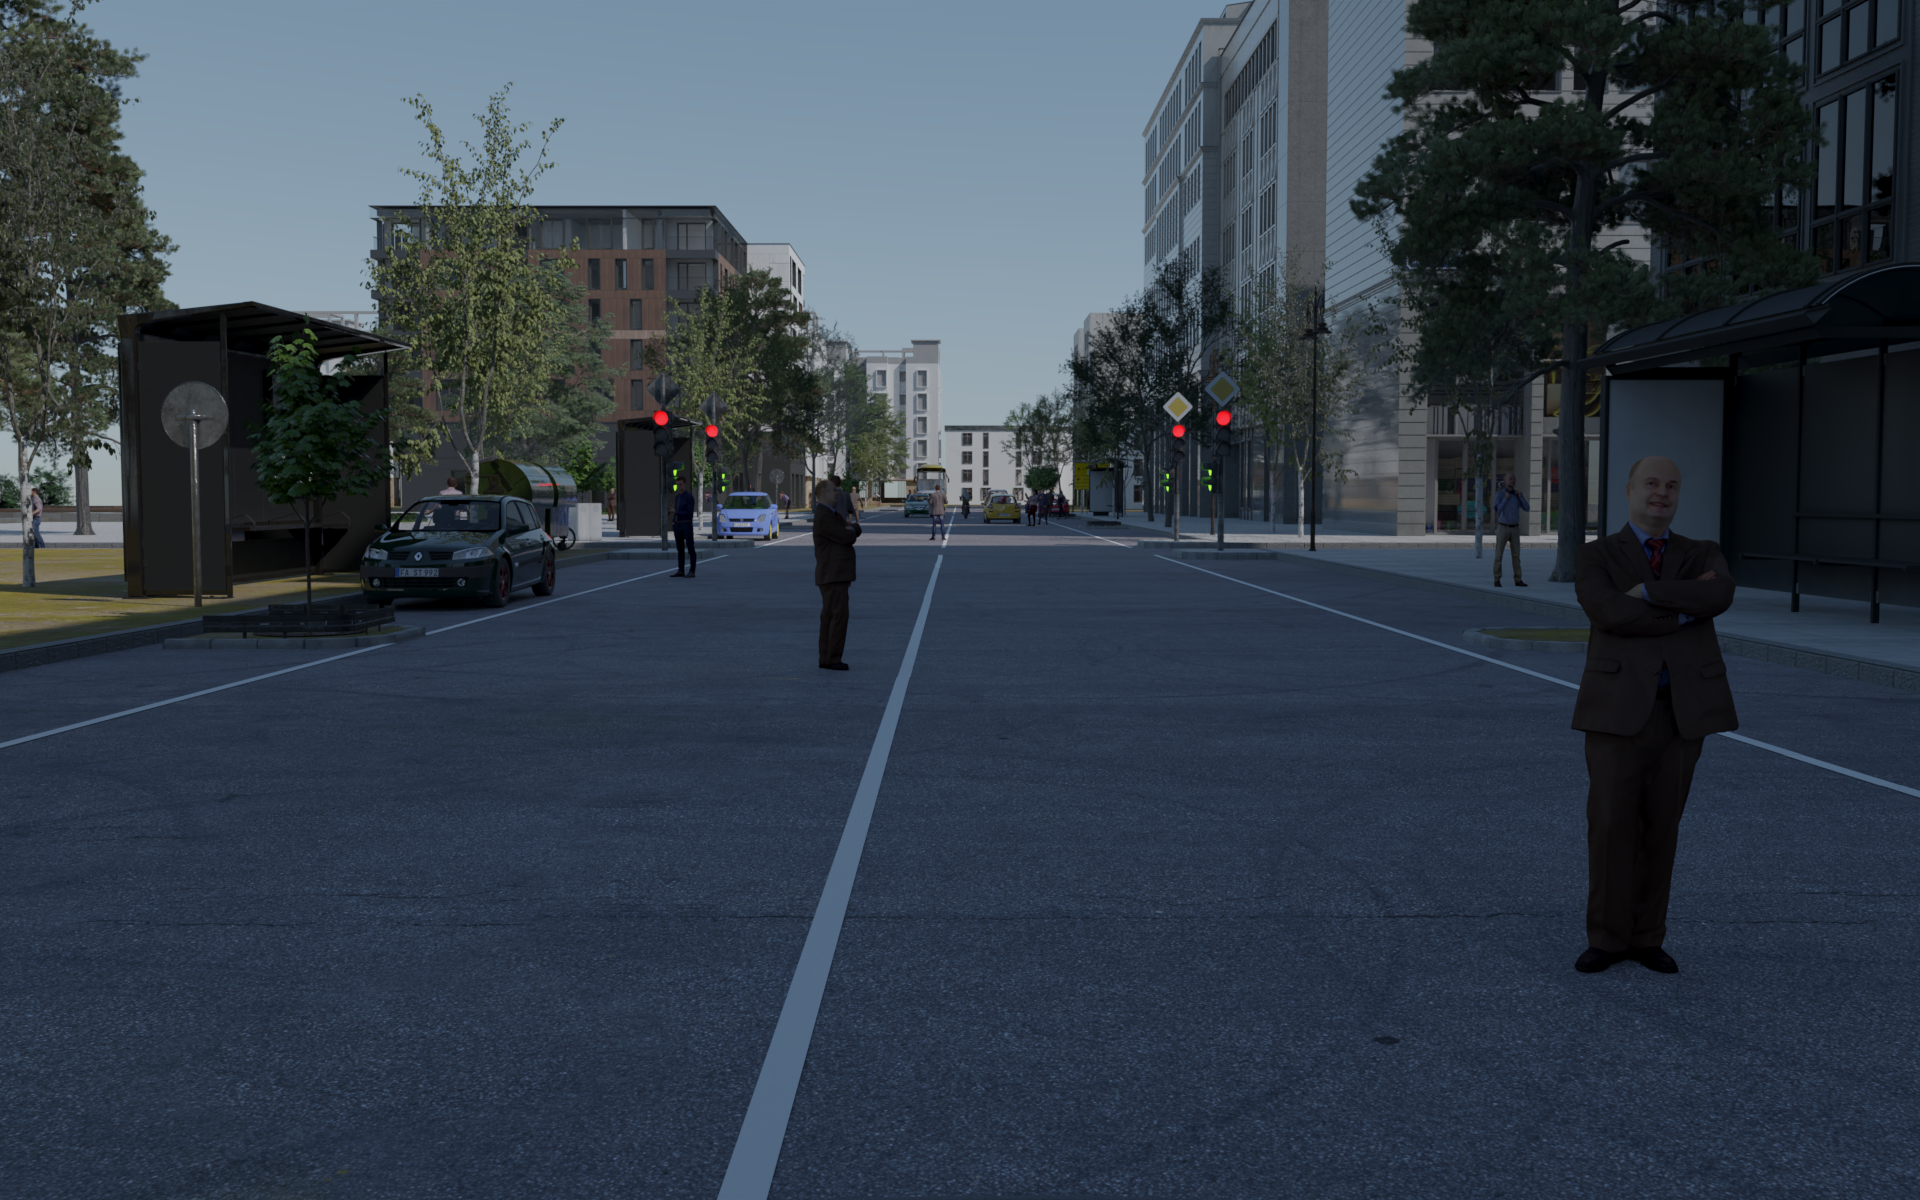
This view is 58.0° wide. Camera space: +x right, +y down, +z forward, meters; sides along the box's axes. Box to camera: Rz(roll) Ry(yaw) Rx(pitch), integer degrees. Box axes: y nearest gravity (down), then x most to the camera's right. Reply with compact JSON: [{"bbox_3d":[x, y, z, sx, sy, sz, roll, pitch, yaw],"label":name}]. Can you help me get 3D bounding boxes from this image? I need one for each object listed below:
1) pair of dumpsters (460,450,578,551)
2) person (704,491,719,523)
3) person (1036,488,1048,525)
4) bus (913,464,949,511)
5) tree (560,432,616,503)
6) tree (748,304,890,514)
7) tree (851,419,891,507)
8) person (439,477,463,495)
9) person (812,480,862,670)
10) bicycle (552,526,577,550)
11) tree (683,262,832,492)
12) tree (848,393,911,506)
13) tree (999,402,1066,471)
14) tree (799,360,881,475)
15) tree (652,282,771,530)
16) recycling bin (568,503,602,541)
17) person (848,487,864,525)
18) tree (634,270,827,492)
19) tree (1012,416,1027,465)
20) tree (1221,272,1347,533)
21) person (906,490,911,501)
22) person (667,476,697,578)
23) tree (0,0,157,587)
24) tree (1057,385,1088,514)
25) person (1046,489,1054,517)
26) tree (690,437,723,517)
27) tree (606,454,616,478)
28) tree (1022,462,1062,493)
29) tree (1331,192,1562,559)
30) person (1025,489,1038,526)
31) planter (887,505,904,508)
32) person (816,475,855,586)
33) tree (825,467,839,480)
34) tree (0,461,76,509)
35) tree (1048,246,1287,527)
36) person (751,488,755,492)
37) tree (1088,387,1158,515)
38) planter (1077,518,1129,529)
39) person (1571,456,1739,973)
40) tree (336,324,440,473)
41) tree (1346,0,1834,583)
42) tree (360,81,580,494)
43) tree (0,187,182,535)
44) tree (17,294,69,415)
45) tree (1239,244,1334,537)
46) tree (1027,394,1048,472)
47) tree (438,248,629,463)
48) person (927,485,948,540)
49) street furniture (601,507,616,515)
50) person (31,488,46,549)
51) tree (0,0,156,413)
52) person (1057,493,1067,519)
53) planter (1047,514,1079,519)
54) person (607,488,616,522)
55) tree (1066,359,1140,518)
[{"bbox_3d":[-9.360,-2.102,36.863,1.574,2.255,4.436,0,4,0],"label":"pair of dumpsters"},{"bbox_3d":[-10.956,-4.104,76.372,0.697,1.427,0.421,-3,5,-44],"label":"person"},{"bbox_3d":[3.823,-4.341,80.402,0.541,1.710,0.530,2,4,24],"label":"person"},{"bbox_3d":[-2.438,-9.444,145.954,2.896,3.916,12.252,0,4,-1],"label":"bus"},{"bbox_3d":[-11.625,-3.620,53.780,1.663,3.219,1.824,0,3,0],"label":"tree"},{"bbox_3d":[-9.686,-12.399,113.087,12.009,13.543,11.850,0,3,0],"label":"tree"},{"bbox_3d":[-8.854,-13.176,165.790,4.737,8.622,4.395,0,3,0],"label":"tree"},{"bbox_3d":[-9.252,-1.438,31.521,0.963,1.587,0.435,-3,4,-38],"label":"person"},{"bbox_3d":[-1.009,-0.212,14.238,0.388,1.546,0.482,0,4,7],"label":"person"},{"bbox_3d":[-9.494,-1.614,39.604,1.543,0.972,0.635,0,4,-5],"label":"bicycle"},{"bbox_3d":[-9.596,-9.784,82.030,6.751,12.117,7.091,0,3,0],"label":"tree"},{"bbox_3d":[-9.079,-16.851,193.639,7.486,12.596,7.792,0,3,0],"label":"tree"},{"bbox_3d":[8.081,-16.129,189.469,9.928,11.665,9.643,0,3,0],"label":"tree"},{"bbox_3d":[-9.596,-12.615,132.006,9.928,11.665,9.643,0,3,0],"label":"tree"},{"bbox_3d":[-9.039,-6.779,61.201,4.737,8.622,4.395,0,3,0],"label":"tree"},{"bbox_3d":[-10.301,-2.138,47.517,0.722,1.027,0.722,-3,4,-36],"label":"recycling bin"},{"bbox_3d":[-4.963,-4.370,80.503,0.990,1.755,0.434,0,4,-6],"label":"person"},{"bbox_3d":[-9.009,-8.437,72.358,7.601,10.594,8.767,3,5,40],"label":"tree"},{"bbox_3d":[8.707,-13.128,149.062,8.767,10.594,7.601,0,4,2],"label":"tree"},{"bbox_3d":[10.428,-6.524,57.023,4.737,8.622,4.395,0,3,0],"label":"tree"},{"bbox_3d":[-3.385,-6.543,116.181,0.576,1.737,0.504,1,4,17],"label":"person"},{"bbox_3d":[-4.805,-1.256,29.741,0.576,1.737,0.504,2,4,35],"label":"person"},{"bbox_3d":[-12.877,-4.469,23.430,4.360,8.622,3.978,0,3,0],"label":"tree"},{"bbox_3d":[8.170,-9.993,113.746,4.360,8.622,3.978,0,3,0],"label":"tree"},{"bbox_3d":[5.251,-5.672,101.928,0.565,1.739,0.600,-1,4,-8],"label":"person"},{"bbox_3d":[-14.608,-6.878,96.172,4.285,4.588,4.351,0,3,0],"label":"tree"},{"bbox_3d":[-21.848,-8.042,115.204,4.285,4.588,4.351,0,3,0],"label":"tree"},{"bbox_3d":[8.122,-12.093,181.434,4.285,4.588,4.351,0,3,0],"label":"tree"},{"bbox_3d":[10.089,-5.129,34.222,4.360,8.622,3.978,0,3,0],"label":"tree"},{"bbox_3d":[3.171,-4.109,77.146,0.566,1.644,0.517,1,4,16],"label":"person"},{"bbox_3d":[-6.399,-9.489,176.281,1.991,0.319,1.994,0,3,0],"label":"planter"},{"bbox_3d":[-1.950,-1.071,26.824,0.655,1.722,0.431,-3,5,-42],"label":"person"},{"bbox_3d":[-9.304,-7.963,124.799,1.663,3.219,1.824,0,3,0],"label":"tree"},{"bbox_3d":[-63.554,-12.562,107.204,13.155,14.587,18.604,-1,4,-8],"label":"tree"},{"bbox_3d":[8.008,-8.059,66.172,8.767,10.594,7.601,0,4,1],"label":"tree"},{"bbox_3d":[-9.372,-4.264,77.975,0.499,1.552,0.429,-1,4,-16],"label":"person"},{"bbox_3d":[9.946,-9.412,104.248,4.360,8.622,3.978,0,3,0],"label":"tree"},{"bbox_3d":[5.922,-3.105,71.908,1.991,0.319,1.994,0,3,0],"label":"planter"},{"bbox_3d":[2.094,0.340,5.213,0.482,1.546,0.388,1,4,12],"label":"person"},{"bbox_3d":[-37.103,-11.581,111.399,6.751,12.117,7.091,0,3,0],"label":"tree"},{"bbox_3d":[8.951,-6.300,25.064,6.751,12.117,7.091,0,3,0],"label":"tree"},{"bbox_3d":[-8.883,-4.958,31.420,4.737,8.622,4.395,0,3,0],"label":"tree"},{"bbox_3d":[-27.415,-8.052,53.702,6.751,12.117,7.091,0,3,0],"label":"tree"},{"bbox_3d":[-37.331,-9.308,62.548,12.009,13.543,11.850,0,3,0],"label":"tree"},{"bbox_3d":[10.092,-6.139,50.730,4.360,8.622,3.978,0,3,0],"label":"tree"},{"bbox_3d":[8.661,-8.960,80.914,7.601,10.594,8.767,2,4,30],"label":"tree"},{"bbox_3d":[-22.551,-11.252,90.620,9.857,13.997,8.962,0,3,0],"label":"tree"},{"bbox_3d":[-0.695,-2.713,53.683,0.655,1.722,0.431,0,4,-6],"label":"person"},{"bbox_3d":[-24.808,-5.560,106.537,10.072,0.657,5.734,-1,4,-9],"label":"street furniture"},{"bbox_3d":[-22.304,-1.913,41.741,0.435,1.587,0.963,-3,5,-39],"label":"person"},{"bbox_3d":[-18.947,-7.590,31.517,7.806,13.903,7.818,0,3,0],"label":"tree"},{"bbox_3d":[5.749,-5.309,97.838,0.613,1.512,0.480,-2,4,-35],"label":"person"},{"bbox_3d":[5.925,-4.816,99.881,1.991,0.319,1.994,0,3,0],"label":"planter"},{"bbox_3d":[-16.261,-4.440,80.909,0.482,1.546,0.388,1,4,12],"label":"person"},{"bbox_3d":[8.085,-8.761,93.603,4.737,8.622,4.395,0,3,0],"label":"tree"}]
